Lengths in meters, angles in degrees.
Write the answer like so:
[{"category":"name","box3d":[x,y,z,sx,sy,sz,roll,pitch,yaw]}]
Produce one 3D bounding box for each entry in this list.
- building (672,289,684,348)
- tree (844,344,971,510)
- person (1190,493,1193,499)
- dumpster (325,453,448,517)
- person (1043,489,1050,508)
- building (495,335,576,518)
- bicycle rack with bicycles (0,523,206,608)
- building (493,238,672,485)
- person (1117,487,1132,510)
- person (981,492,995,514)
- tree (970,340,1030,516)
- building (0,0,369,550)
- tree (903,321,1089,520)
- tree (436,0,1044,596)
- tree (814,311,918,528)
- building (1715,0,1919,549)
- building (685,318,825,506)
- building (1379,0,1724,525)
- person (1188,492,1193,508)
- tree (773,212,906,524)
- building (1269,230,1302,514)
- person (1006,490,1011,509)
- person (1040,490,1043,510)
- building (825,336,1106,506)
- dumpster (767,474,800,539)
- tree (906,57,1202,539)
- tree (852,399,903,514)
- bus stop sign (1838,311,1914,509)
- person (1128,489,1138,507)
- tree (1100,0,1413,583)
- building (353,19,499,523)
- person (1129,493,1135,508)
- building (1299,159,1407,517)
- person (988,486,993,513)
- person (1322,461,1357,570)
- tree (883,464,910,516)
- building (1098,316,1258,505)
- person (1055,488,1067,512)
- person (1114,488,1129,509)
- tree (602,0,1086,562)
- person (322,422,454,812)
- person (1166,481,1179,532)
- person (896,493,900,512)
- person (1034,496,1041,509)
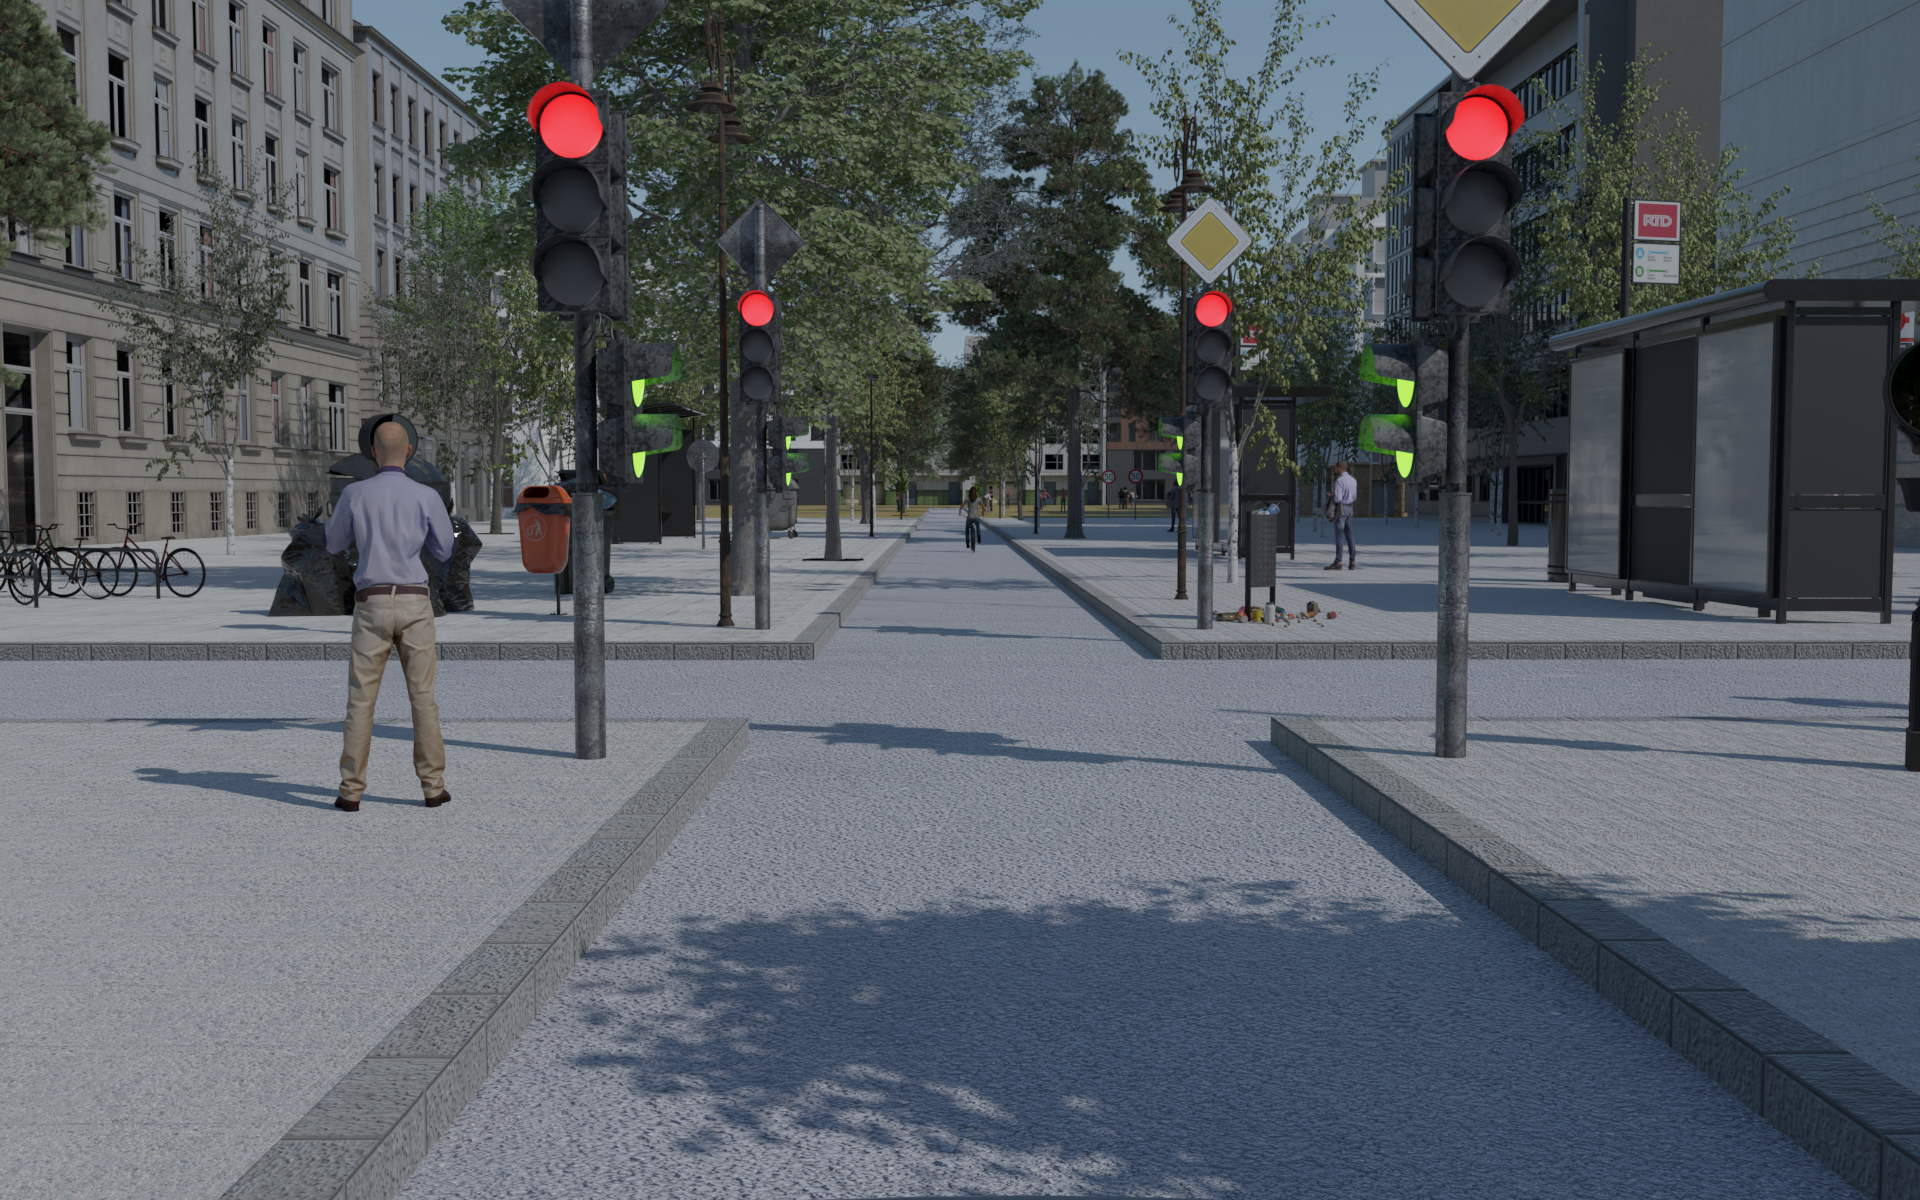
[{"category":"building","box3d":[-28.619,-17.394,140.813,11.380,20.091,16.016,0,4,-1]},{"category":"tree","box3d":[-4.725,-13.972,135.093,9.857,13.997,8.962,0,3,0]},{"category":"person","box3d":[18.762,-7.938,139.022,0.799,1.438,0.628,1,4,18]},{"category":"dumpster","box3d":[-8.279,-1.180,25.044,1.264,1.857,1.865,0,4,0]},{"category":"person","box3d":[8.066,-9.673,164.920,1.217,1.743,0.721,1,4,10]},{"category":"building","box3d":[-26.846,-10.007,105.767,9.099,9.664,28.070,0,4,-1]},{"category":"bicycle rack with bicycles","box3d":[-11.037,-0.455,20.815,2.925,0.926,2.852,1,4,21]},{"category":"building","box3d":[-30.002,-16.440,125.207,16.016,20.091,11.380,0,4,-1]},{"category":"person","box3d":[13.346,-8.229,140.211,1.348,1.869,0.705,-1,4,-15]},{"category":"person","box3d":[1.722,-6.096,108.902,0.799,1.438,0.628,-3,5,-41]},{"category":"tree","box3d":[2.749,-7.081,66.140,4.737,8.622,4.395,0,3,0]},{"category":"building","box3d":[-29.174,-13.202,49.138,16.112,22.955,30.059,0,4,-1]},{"category":"tree","box3d":[2.837,-9.167,84.288,8.767,10.594,7.601,-2,4,-24]},{"category":"tree","box3d":[-2.836,-6.353,22.007,7.486,12.596,7.792,0,3,0]},{"category":"tree","box3d":[-3.415,-7.038,65.435,4.737,8.622,4.395,0,3,0]},{"category":"building","box3d":[43.896,-16.319,43.236,44.131,29.872,17.030,0,4,-1]},{"category":"building","box3d":[-31.578,-22.234,207.493,32.646,21.610,27.936,0,4,-1]},{"category":"building","box3d":[29.226,-15.743,76.466,14.314,24.678,30.058,0,4,-1]},{"category":"person","box3d":[20.891,-9.142,156.430,0.541,1.710,0.530,1,4,10]},{"category":"tree","box3d":[-4.280,-10.174,73.769,7.806,13.903,7.818,0,3,0]},{"category":"building","box3d":[28.869,-15.816,115.010,16.016,20.091,11.380,0,4,-1]},{"category":"person","box3d":[4.257,-8.861,152.389,0.415,1.643,0.593,1,4,8]},{"category":"person","box3d":[6.497,-8.069,139.448,0.415,1.643,0.593,-1,4,-9]},{"category":"building","box3d":[0.538,-20.539,202.271,31.486,18.905,16.747,0,4,-1]},{"category":"dumpster","box3d":[-5.336,-2.707,50.025,1.264,1.857,1.865,0,4,0]},{"category":"tree","box3d":[3.072,-8.700,49.674,7.806,13.903,7.818,0,3,0]},{"category":"tree","box3d":[-3.954,-10.958,113.583,8.767,10.594,7.601,3,5,40]},{"category":"bus stop sign","box3d":[11.641,-2.042,22.096,0.855,3.939,0.416,1,4,18]},{"category":"person","box3d":[16.833,-9.897,168.561,1.217,1.736,0.721,-2,4,-33]},{"category":"tree","box3d":[4.157,-4.543,24.645,4.737,8.622,4.395,0,3,0]},{"category":"building","box3d":[-26.642,-13.712,73.339,9.793,20.994,18.267,0,4,-1]},{"category":"person","box3d":[16.337,-9.444,163.642,0.799,1.438,0.628,0,4,4]},{"category":"building","box3d":[29.678,-15.122,103.658,16.016,20.091,11.380,0,4,-1]},{"category":"person","box3d":[2.100,-6.966,119.568,0.705,1.869,1.348,0,4,7]},{"category":"person","box3d":[6.365,-1.427,29.247,0.709,1.838,0.599,-3,5,-43]},{"category":"tree","box3d":[-3.474,-6.582,102.215,1.663,3.219,1.824,0,3,0]},{"category":"building","box3d":[33.069,-22.307,208.698,32.646,21.610,27.936,0,4,-1]},{"category":"person","box3d":[7.418,-7.201,124.499,1.217,1.743,0.721,0,4,1]},{"category":"person","box3d":[13.688,-8.612,146.868,1.348,1.822,0.705,1,4,19]},{"category":"tree","box3d":[-2.502,-7.499,32.975,12.009,13.543,11.850,0,3,0]},{"category":"person","box3d":[-2.338,0.062,7.093,0.516,1.574,0.319,-1,4,-12]},{"category":"person","box3d":[7.281,-3.170,58.691,0.655,1.722,0.431,-2,4,-24]},{"category":"person","box3d":[-4.426,-7.073,122.402,0.721,1.735,1.217,0,4,0]},{"category":"person","box3d":[6.382,-8.308,142.326,0.568,1.767,0.683,2,4,25]}]
